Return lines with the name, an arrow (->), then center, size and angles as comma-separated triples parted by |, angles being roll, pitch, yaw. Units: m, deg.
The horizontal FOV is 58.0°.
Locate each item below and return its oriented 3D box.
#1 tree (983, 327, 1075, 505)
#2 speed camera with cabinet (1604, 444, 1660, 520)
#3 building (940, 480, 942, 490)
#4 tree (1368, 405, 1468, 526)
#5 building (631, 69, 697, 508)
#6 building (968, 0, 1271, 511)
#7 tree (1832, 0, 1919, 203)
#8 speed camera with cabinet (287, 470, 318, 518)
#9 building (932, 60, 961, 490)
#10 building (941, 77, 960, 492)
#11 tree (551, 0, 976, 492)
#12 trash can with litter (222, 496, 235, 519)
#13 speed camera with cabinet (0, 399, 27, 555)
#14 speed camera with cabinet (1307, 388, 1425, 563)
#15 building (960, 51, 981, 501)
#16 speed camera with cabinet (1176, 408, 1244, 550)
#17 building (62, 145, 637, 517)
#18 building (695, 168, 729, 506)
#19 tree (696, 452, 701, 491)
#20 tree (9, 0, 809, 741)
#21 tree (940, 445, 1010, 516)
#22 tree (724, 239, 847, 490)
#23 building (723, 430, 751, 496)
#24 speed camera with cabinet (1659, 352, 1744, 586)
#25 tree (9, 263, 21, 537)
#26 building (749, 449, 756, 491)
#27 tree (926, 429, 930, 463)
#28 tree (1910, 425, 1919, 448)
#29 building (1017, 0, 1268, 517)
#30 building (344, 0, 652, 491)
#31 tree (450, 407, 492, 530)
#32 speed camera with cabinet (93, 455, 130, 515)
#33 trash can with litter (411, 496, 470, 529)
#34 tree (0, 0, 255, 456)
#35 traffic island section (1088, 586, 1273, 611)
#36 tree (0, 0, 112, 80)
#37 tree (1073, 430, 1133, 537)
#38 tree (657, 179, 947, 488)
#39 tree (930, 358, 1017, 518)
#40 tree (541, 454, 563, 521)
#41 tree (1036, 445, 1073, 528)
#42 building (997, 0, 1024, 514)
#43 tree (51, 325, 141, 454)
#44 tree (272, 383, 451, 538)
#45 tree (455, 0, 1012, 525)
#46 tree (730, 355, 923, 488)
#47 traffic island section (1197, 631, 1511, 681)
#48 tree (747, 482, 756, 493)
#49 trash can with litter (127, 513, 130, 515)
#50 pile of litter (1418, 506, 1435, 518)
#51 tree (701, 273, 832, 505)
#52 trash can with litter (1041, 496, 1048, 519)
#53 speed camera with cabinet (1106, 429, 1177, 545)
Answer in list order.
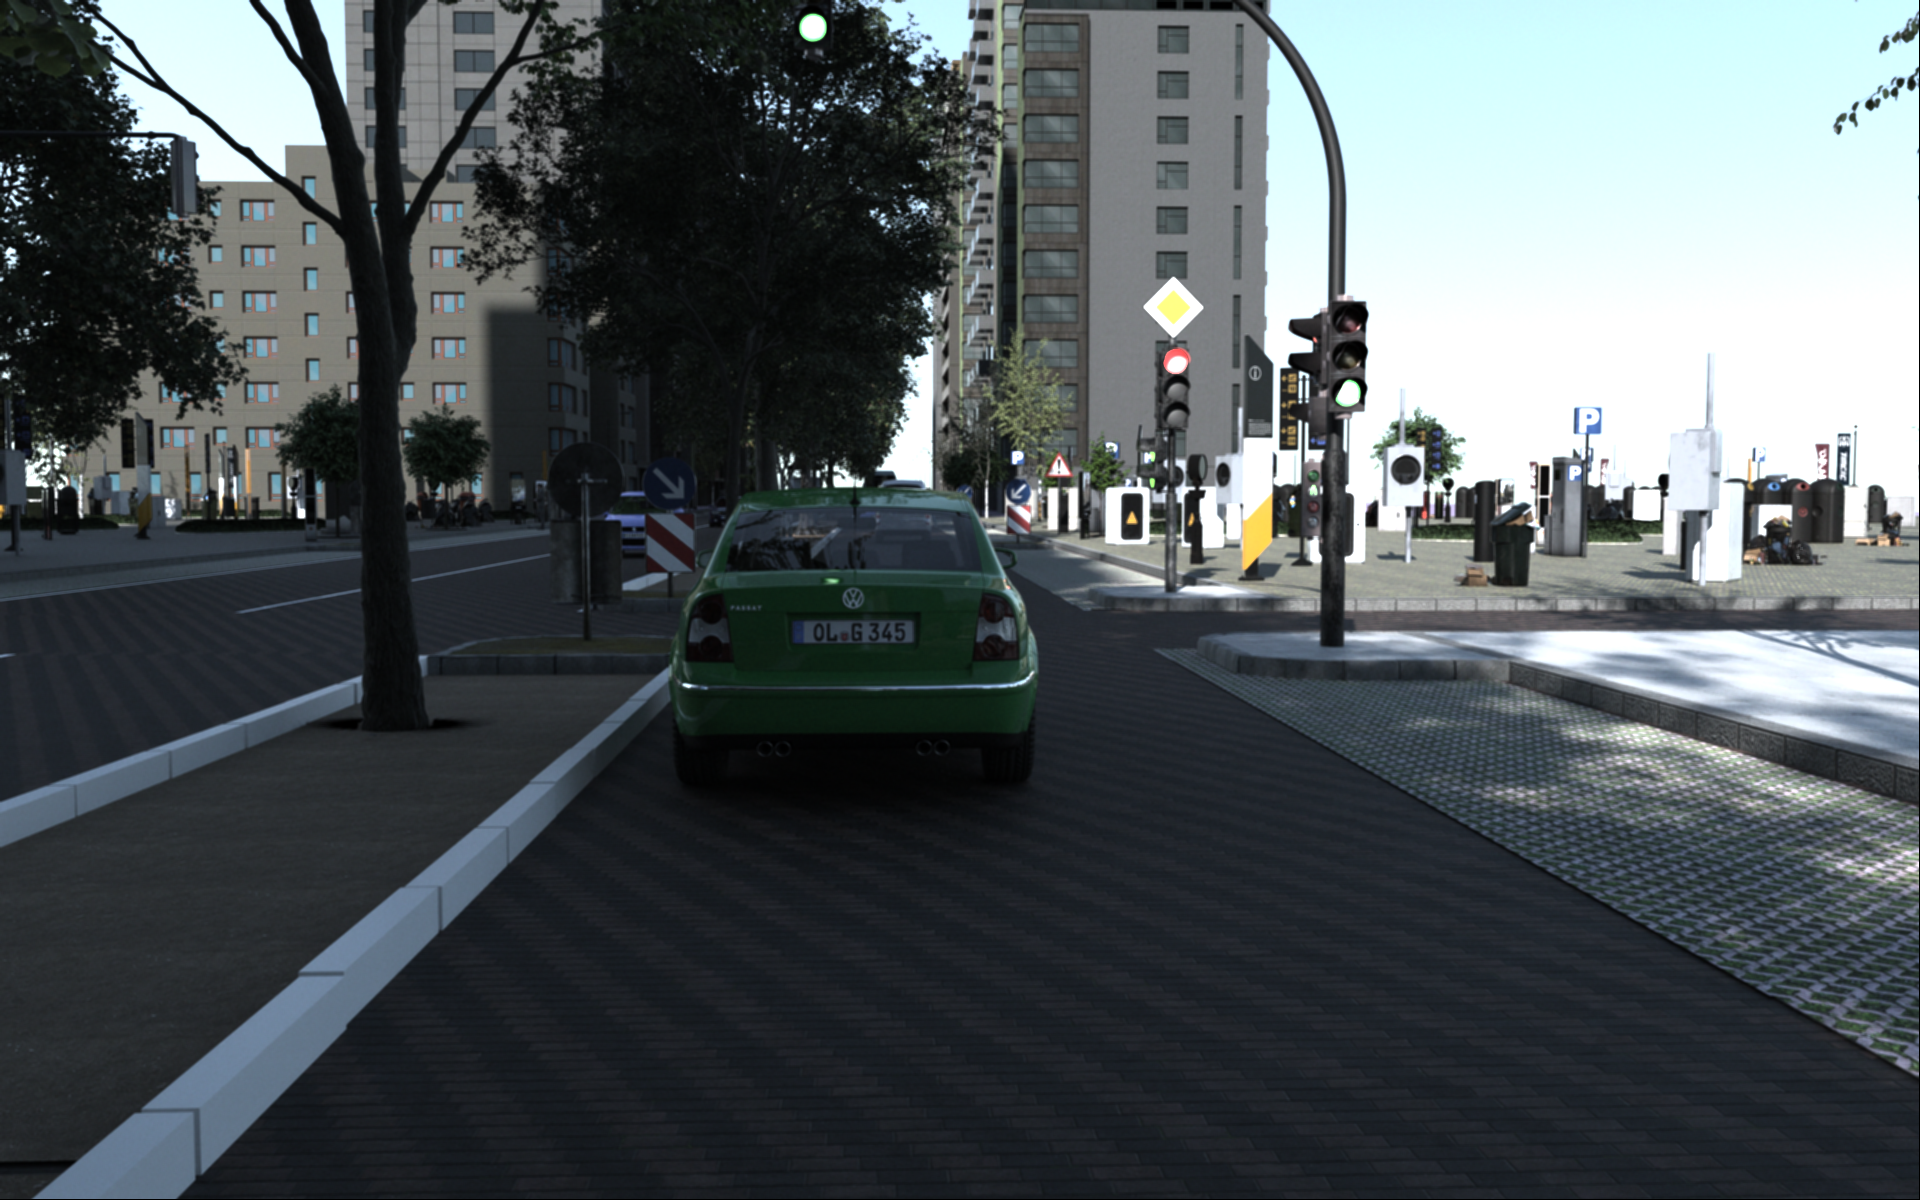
tree -> 2.983, -7.687, 76.046 | 4.737, 8.622, 4.395 | 0, 3, 0
speed camera with cabinet -> 26.603, -4.537, 68.523 | 2.038, 3.252, 0.660 | 1, 4, 16
building -> 13.773, -32.153, 217.588 | 32.217, 40.220, 23.993 | 0, 4, -3
tree -> 16.614, -4.857, 63.133 | 4.285, 4.588, 4.351 | 0, 3, 0
building -> -31.241, -28.740, 153.495 | 14.154, 41.232, 14.086 | 0, 4, -3
building -> 12.124, -31.946, 141.924 | 23.786, 49.044, 30.456 | 0, 4, -3
tree -> 6.475, -3.663, 10.250 | 4.360, 8.622, 3.978 | 0, 3, 0
speed camera with cabinet -> -33.980, -5.817, 89.449 | 0.660, 3.252, 2.038 | 1, 4, 9
building -> 6.604, -42.861, 242.770 | 21.231, 58.520, 28.212 | 0, 4, -3
building -> 8.971, -34.892, 194.183 | 21.300, 48.544, 21.600 | 0, 4, -3
tree -> -4.033, -7.781, 36.325 | 9.857, 13.997, 8.962 | 0, 3, 0
trash can with litter -> -31.132, -3.791, 73.040 | 2.233, 1.210, 1.678 | 0, 4, 8
speed camera with cabinet -> -20.595, -2.565, 36.271 | 2.038, 3.252, 0.660 | 1, 4, 16
speed camera with cabinet -> 7.528, -2.312, 32.140 | 2.038, 3.252, 0.660 | 0, 4, 4
building -> 6.919, -29.393, 164.168 | 14.154, 41.232, 14.086 | 0, 4, -3
speed camera with cabinet -> 5.950, -2.811, 40.294 | 0.660, 3.252, 2.038 | -2, 4, -26
building -> -36.644, -16.235, 110.479 | 27.650, 21.520, 28.899 | 0, 4, -3
building -> -37.346, -33.104, 195.867 | 22.147, 44.769, 28.867 | 0, 4, -3
tree -> -24.754, -13.596, 172.656 | 4.737, 8.622, 4.395 | 0, 3, 0
tree -> -3.567, -5.023, 10.333 | 9.928, 11.665, 9.643 | 0, 3, 0
tree -> 1.143, -7.150, 100.618 | 4.285, 4.588, 4.351 | 0, 3, 0
tree -> -4.490, -5.576, 43.979 | 4.360, 8.622, 3.978 | 0, 3, 0
building -> -42.200, -23.295, 225.910 | 27.650, 21.520, 28.899 | 0, 4, -3
speed camera with cabinet -> 10.744, -1.870, 24.916 | 0.660, 3.252, 2.038 | 3, 4, 37
tree -> -28.090, -6.200, 51.735 | 4.737, 8.622, 4.395 | 0, 3, 0
building -> -35.687, -29.136, 248.073 | 14.160, 30.474, 14.107 | 0, 4, -3
tree -> -1.613, -14.147, 181.668 | 4.360, 8.622, 3.978 | 0, 3, 0
tree -> 26.972, -3.789, 45.666 | 4.285, 4.588, 4.351 | 0, 3, 0
building -> 10.294, -20.394, 105.141 | 14.160, 30.474, 14.107 | 0, 4, -3
building -> -34.198, -42.562, 134.139 | 20.563, 71.187, 20.611 | 0, 4, -3
tree -> -18.309, -4.764, 61.606 | 4.285, 4.588, 4.351 | 0, 3, 0
speed camera with cabinet -> -43.570, -5.798, 89.137 | 0.660, 3.252, 2.038 | 1, 4, 20
trash can with litter -> -19.605, -3.314, 65.244 | 2.233, 1.210, 1.678 | -1, 4, -23
tree -> -16.936, -6.845, 28.932 | 9.611, 12.733, 9.660 | 0, 3, 0
traffic island section -> 2.776, -0.022, 22.640 | 2.009, 0.180, 2.903 | 0, 4, -3
tree -> -2.716, -4.952, 1.545 | 7.486, 12.596, 7.792 | 0, 3, 0
tree -> 4.386, -3.526, 52.257 | 1.663, 3.219, 1.824 | 0, 3, 0
tree -> -5.272, -8.544, 59.158 | 9.611, 12.733, 9.660 | 0, 3, 0
tree -> 1.200, -8.725, 93.012 | 4.360, 8.622, 3.978 | 0, 3, 0
tree -> -19.458, -5.468, 83.997 | 1.663, 3.219, 1.824 | 0, 3, 0
tree -> 3.557, -4.388, 66.353 | 1.663, 3.219, 1.824 | 0, 3, 0
building -> 9.447, -26.643, 119.202 | 14.154, 41.232, 14.086 | 0, 4, -3
tree -> -33.480, -7.067, 65.903 | 4.360, 8.622, 3.978 | 0, 3, 0
tree -> -18.201, -4.098, 50.716 | 4.285, 4.588, 4.351 | 0, 3, 0
tree -> -3.572, -5.460, 26.138 | 8.767, 10.594, 7.601 | 0, 4, -3
tree -> -6.939, -10.348, 82.010 | 12.009, 13.543, 11.850 | 0, 3, 0
traffic island section -> 3.159, 0.466, 14.664 | 2.009, 0.180, 2.903 | 0, 4, -3
tree -> -26.094, -13.488, 215.127 | 1.663, 3.219, 1.824 | 0, 3, 0
trash can with litter -> -41.209, -4.600, 86.591 | 0.624, 1.170, 1.055 | 3, 5, 44
pile of litter -> 25.294, -4.903, 94.134 | 1.176, 0.858, 1.719 | 1, 4, 14
tree -> -4.977, -5.954, 50.168 | 4.737, 8.622, 4.395 | 0, 3, 0
trash can with litter -> 4.600, -4.830, 90.364 | 0.624, 1.170, 1.055 | 1, 4, 18
speed camera with cabinet -> 4.721, -3.036, 43.968 | 2.038, 3.252, 0.660 | -2, 4, -25
